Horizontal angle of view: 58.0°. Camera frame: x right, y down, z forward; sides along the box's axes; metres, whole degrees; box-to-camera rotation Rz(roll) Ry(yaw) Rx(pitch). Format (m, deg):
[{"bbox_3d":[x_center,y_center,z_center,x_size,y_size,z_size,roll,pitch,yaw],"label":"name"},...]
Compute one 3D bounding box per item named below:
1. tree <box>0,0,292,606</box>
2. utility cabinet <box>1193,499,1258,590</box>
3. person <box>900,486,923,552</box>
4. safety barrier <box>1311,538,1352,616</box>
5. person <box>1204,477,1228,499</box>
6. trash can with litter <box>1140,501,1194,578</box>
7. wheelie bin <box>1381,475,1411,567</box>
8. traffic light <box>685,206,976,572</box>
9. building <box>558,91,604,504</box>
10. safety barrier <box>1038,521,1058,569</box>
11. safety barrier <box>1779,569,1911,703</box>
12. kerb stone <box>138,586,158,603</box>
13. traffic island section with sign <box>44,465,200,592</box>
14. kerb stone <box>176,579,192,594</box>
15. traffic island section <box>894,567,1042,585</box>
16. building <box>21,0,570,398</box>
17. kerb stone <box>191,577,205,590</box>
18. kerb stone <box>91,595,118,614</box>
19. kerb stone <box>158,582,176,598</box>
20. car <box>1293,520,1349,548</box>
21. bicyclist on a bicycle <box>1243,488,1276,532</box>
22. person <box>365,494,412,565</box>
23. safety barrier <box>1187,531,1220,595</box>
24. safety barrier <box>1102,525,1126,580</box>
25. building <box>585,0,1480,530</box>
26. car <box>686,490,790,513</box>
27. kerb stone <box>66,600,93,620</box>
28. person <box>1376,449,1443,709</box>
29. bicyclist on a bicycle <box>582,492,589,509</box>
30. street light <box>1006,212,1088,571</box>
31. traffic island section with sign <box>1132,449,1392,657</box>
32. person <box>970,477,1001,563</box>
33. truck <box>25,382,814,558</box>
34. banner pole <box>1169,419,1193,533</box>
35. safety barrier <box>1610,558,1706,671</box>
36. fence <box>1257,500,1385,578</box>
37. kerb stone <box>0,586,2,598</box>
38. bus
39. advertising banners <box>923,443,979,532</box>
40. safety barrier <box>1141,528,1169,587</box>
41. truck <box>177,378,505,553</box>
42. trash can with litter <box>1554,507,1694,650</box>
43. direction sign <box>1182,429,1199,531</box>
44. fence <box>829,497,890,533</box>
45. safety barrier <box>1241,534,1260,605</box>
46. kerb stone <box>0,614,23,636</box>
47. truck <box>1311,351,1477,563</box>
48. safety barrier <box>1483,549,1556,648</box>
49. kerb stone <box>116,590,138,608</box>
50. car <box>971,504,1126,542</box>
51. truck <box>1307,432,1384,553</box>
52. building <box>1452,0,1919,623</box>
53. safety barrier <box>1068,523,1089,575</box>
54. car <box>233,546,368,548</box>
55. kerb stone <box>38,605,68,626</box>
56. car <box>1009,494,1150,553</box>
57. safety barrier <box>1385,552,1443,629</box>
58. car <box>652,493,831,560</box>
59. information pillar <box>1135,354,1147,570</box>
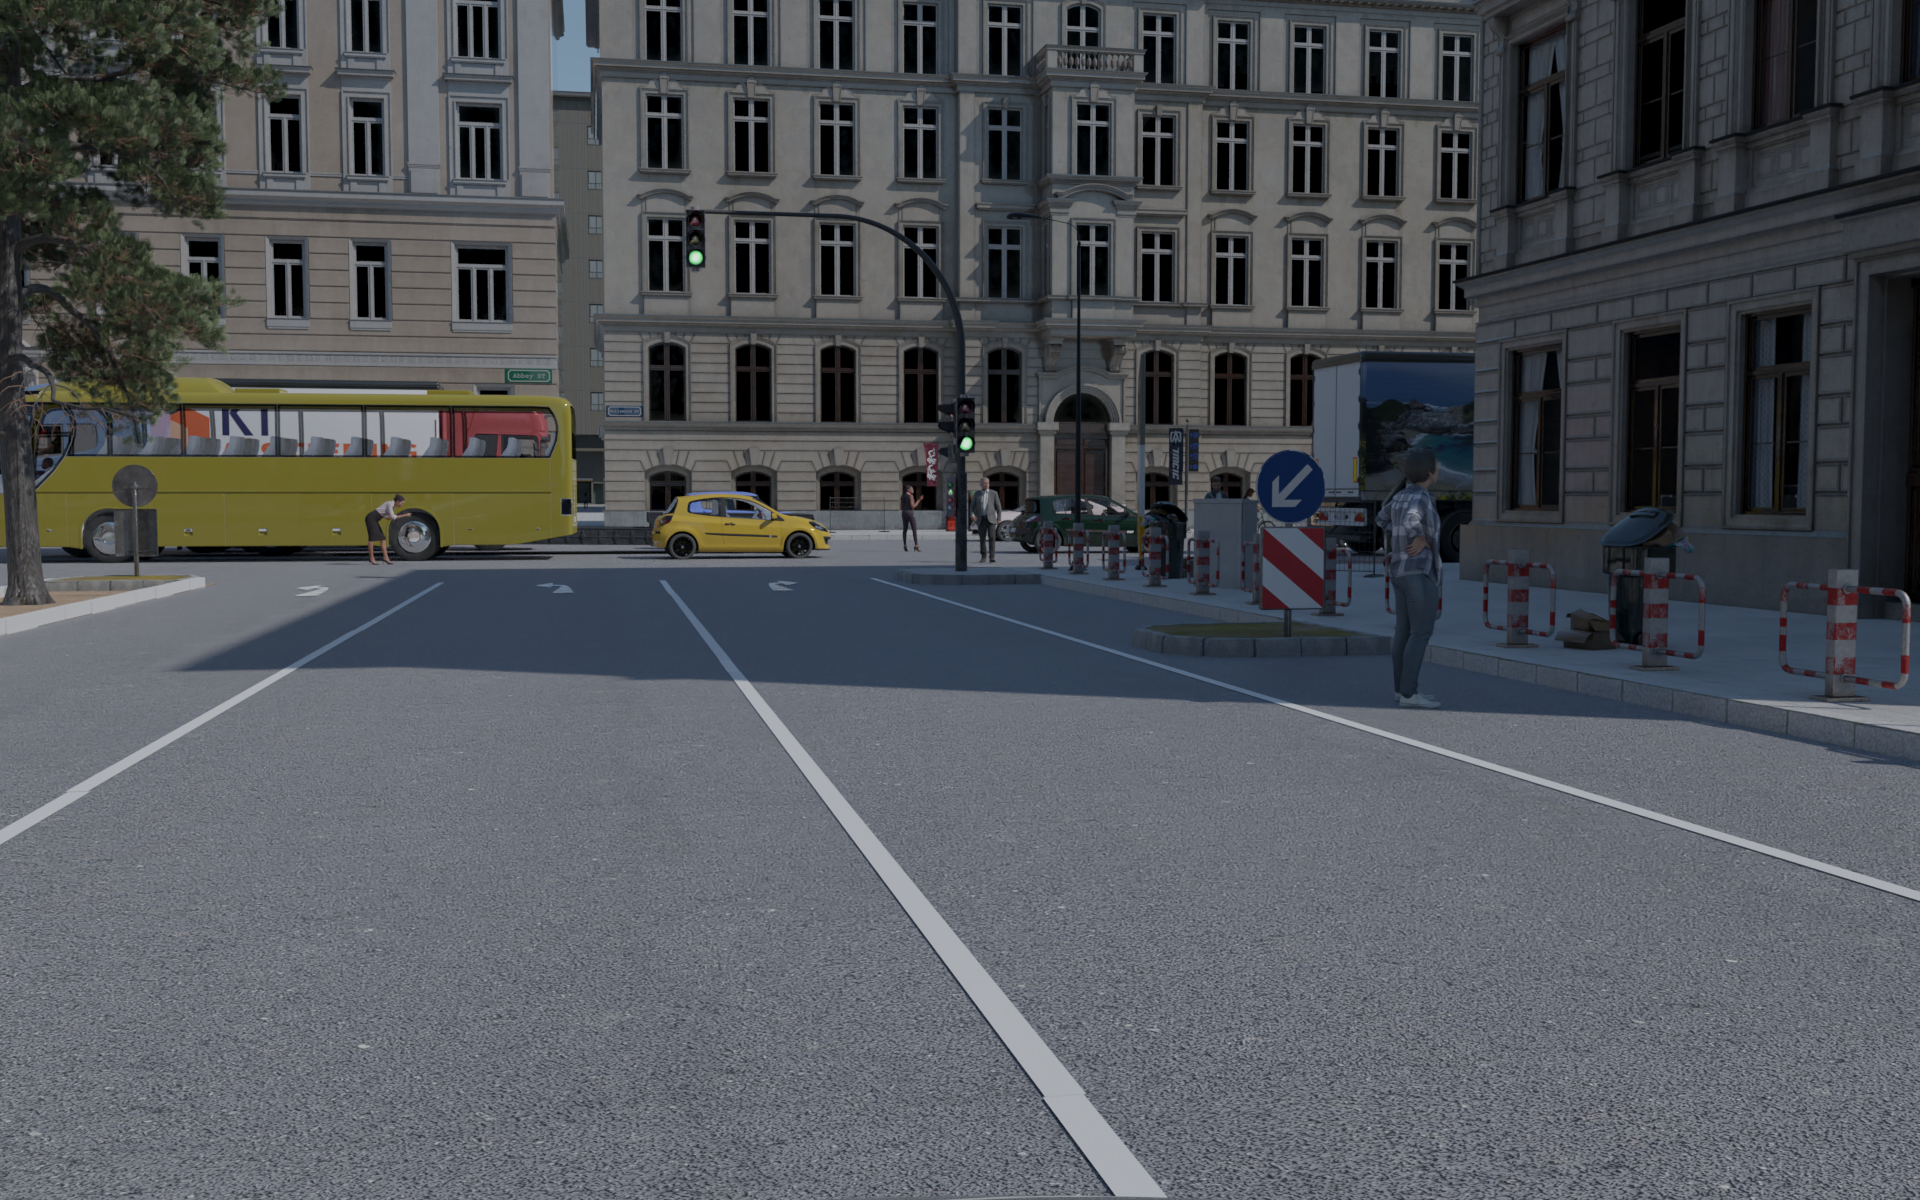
[{"bbox_3d":[-12.147,-5.962,21.993,6.751,12.117,7.091,0,3,0],"label":"tree"},{"bbox_3d":[3.626,-0.765,23.670,0.306,1.237,1.020,-2,4,-32],"label":"utility cabinet"},{"bbox_3d":[-1.202,-2.031,43.181,0.593,1.643,0.415,0,4,2],"label":"person"},{"bbox_3d":[3.877,-0.243,18.251,0.300,0.817,1.120,-1,4,-12],"label":"safety barrier"},{"bbox_3d":[5.215,-1.607,35.129,0.623,1.781,0.721,-2,4,-32],"label":"person"},{"bbox_3d":[3.269,-0.929,26.571,0.624,1.170,1.055,3,4,36],"label":"trash can with litter"},{"bbox_3d":[7.436,-1.293,29.045,0.693,1.594,0.980,1,4,9],"label":"wheelie bin"},{"bbox_3d":[-2.040,-3.268,28.100,4.771,5.953,1.251,-1,4,-12],"label":"traffic light"},{"bbox_3d":[-47.429,-38.970,226.389,27.495,52.752,28.713,-1,4,-12],"label":"building"},{"bbox_3d":[1.505,-0.934,29.553,0.300,0.817,1.120,-1,4,-12],"label":"safety barrier"},{"bbox_3d":[5.465,0.216,10.740,0.300,0.817,1.120,-1,4,-12],"label":"safety barrier"},{"bbox_3d":[-10.959,-0.060,23.179,0.120,0.150,1.000,-1,4,-12],"label":"kerb stone"},{"bbox_3d":[-12.708,-1.115,26.362,2.006,1.907,1.989,-1,4,-12],"label":"traffic island section with sign"},{"bbox_3d":[-11.387,-0.183,25.189,0.120,0.150,1.000,-1,4,-12],"label":"kerb stone"},{"bbox_3d":[0.030,-0.398,28.792,2.009,0.180,2.903,-1,4,-12],"label":"traffic island section"},{"bbox_3d":[-24.038,-16.813,60.801,20.117,28.700,13.634,-1,4,-12],"label":"building"},{"bbox_3d":[-11.592,-0.245,26.194,0.120,0.150,1.000,-1,4,-12],"label":"kerb stone"},{"bbox_3d":[-10.526,0.063,21.162,0.120,0.150,1.000,-1,4,-12],"label":"kerb stone"},{"bbox_3d":[-11.165,-0.120,24.188,0.120,0.150,1.000,-1,4,-12],"label":"kerb stone"},{"bbox_3d":[11.482,-2.132,47.220,4.827,1.381,2.083,-1,4,-11],"label":"car"},{"bbox_3d":[8.778,-2.574,52.108,1.625,1.676,1.499,-1,4,-10],"label":"bicyclist on a bicycle"},{"bbox_3d":[-11.615,-1.431,35.092,0.799,1.438,0.628,-3,5,-43],"label":"person"},{"bbox_3d":[3.088,-0.473,22.014,0.300,0.817,1.120,-1,4,-12],"label":"safety barrier"},{"bbox_3d":[2.290,-0.704,25.789,0.300,0.817,1.120,-1,4,-12],"label":"safety barrier"},{"bbox_3d":[3.263,-15.188,67.411,34.723,24.649,14.460,-1,4,-12],"label":"building"},{"bbox_3d":[-5.723,-2.200,45.567,3.694,1.707,1.945,-1,4,-12],"label":"car"},{"bbox_3d":[-10.323,0.125,20.153,0.120,0.150,1.000,-1,4,-12],"label":"kerb stone"},{"bbox_3d":[3.079,-0.157,11.792,0.376,1.734,0.841,0,4,4],"label":"person"},{"bbox_3d":[-34.755,-9.223,160.819,1.499,1.676,1.625,-1,4,-13],"label":"bicyclist on a bicycle"},{"bbox_3d":[1.445,-3.440,28.779,1.470,5.913,1.316,-1,4,-12],"label":"street light"},{"bbox_3d":[2.692,-0.462,16.181,1.989,1.847,2.006,-1,4,-12],"label":"traffic island section with sign"},{"bbox_3d":[0.543,-1.662,36.065,0.661,1.777,0.834,0,4,-4],"label":"person"},{"bbox_3d":[-12.935,-3.146,41.199,18.799,4.110,2.967,-1,4,-11],"label":"truck"},{"bbox_3d":[7.336,-4.137,57.655,0.863,3.779,0.401,1,4,19],"label":"banner pole"},{"bbox_3d":[5.066,0.102,12.615,0.300,0.817,1.120,-1,4,-12],"label":"safety barrier"},{"bbox_3d":[5.523,-0.985,27.316,2.264,1.192,0.480,2,4,33],"label":"fence"},{"bbox_3d":[-13.238,-0.097,23.783,0.120,0.150,1.000,-1,4,-12],"label":"kerb stone"},{"bbox_3d":[-14.601,-2.808,37.462,12.252,3.916,2.896,-1,4,-10],"label":"bus"},{"bbox_3d":[-0.222,-3.844,59.035,2.074,3.025,0.090,0,4,-6],"label":"advertising banners"},{"bbox_3d":[2.690,-0.588,23.896,0.300,0.817,1.120,-1,4,-12],"label":"safety barrier"},{"bbox_3d":[-15.417,-3.353,43.738,11.283,4.237,2.839,-1,4,-14],"label":"truck"},{"bbox_3d":[5.526,-0.186,14.431,1.055,1.170,0.624,-2,4,-28],"label":"trash can with litter"},{"bbox_3d":[7.890,-4.191,60.513,0.876,3.537,0.379,1,4,11],"label":"direction sign"},{"bbox_3d":[-3.422,-2.850,57.809,2.264,1.192,0.480,-2,4,-34],"label":"fence"},{"bbox_3d":[3.490,-0.358,20.135,0.300,0.817,1.120,-1,4,-12],"label":"safety barrier"},{"bbox_3d":[-9.890,0.248,18.148,0.120,0.150,1.000,-1,4,-12],"label":"kerb stone"},{"bbox_3d":[13.079,-2.893,36.220,11.283,4.237,2.839,-1,4,-12],"label":"truck"},{"bbox_3d":[4.671,-0.013,14.496,0.300,0.817,1.120,-1,4,-12],"label":"safety barrier"},{"bbox_3d":[-10.743,0.004,22.168,0.120,0.150,1.000,-1,4,-12],"label":"kerb stone"},{"bbox_3d":[2.720,-2.494,53.136,4.827,1.381,2.083,-1,4,-10],"label":"car"},{"bbox_3d":[13.378,-3.224,41.631,11.283,4.237,2.839,-1,4,-11],"label":"truck"},{"bbox_3d":[13.969,-9.351,17.524,10.561,19.102,19.286,-1,4,-12],"label":"building"},{"bbox_3d":[1.892,-0.820,27.675,0.300,0.817,1.120,-1,4,-12],"label":"safety barrier"},{"bbox_3d":[-17.535,-2.334,46.834,5.304,1.827,2.281,-1,4,-11],"label":"car"},{"bbox_3d":[-10.110,0.187,19.150,0.120,0.150,1.000,-1,4,-12],"label":"kerb stone"},{"bbox_3d":[3.290,-1.995,42.411,4.222,1.686,2.009,-1,4,-12],"label":"car"},{"bbox_3d":[4.280,-0.128,16.372,0.300,0.817,1.120,-1,4,-12],"label":"safety barrier"},{"bbox_3d":[-4.903,-1.754,38.905,3.980,1.641,2.015,-1,4,-14],"label":"car"},{"bbox_3d":[3.071,-2.323,29.329,0.183,3.616,0.504,0,4,1],"label":"information pillar"}]
